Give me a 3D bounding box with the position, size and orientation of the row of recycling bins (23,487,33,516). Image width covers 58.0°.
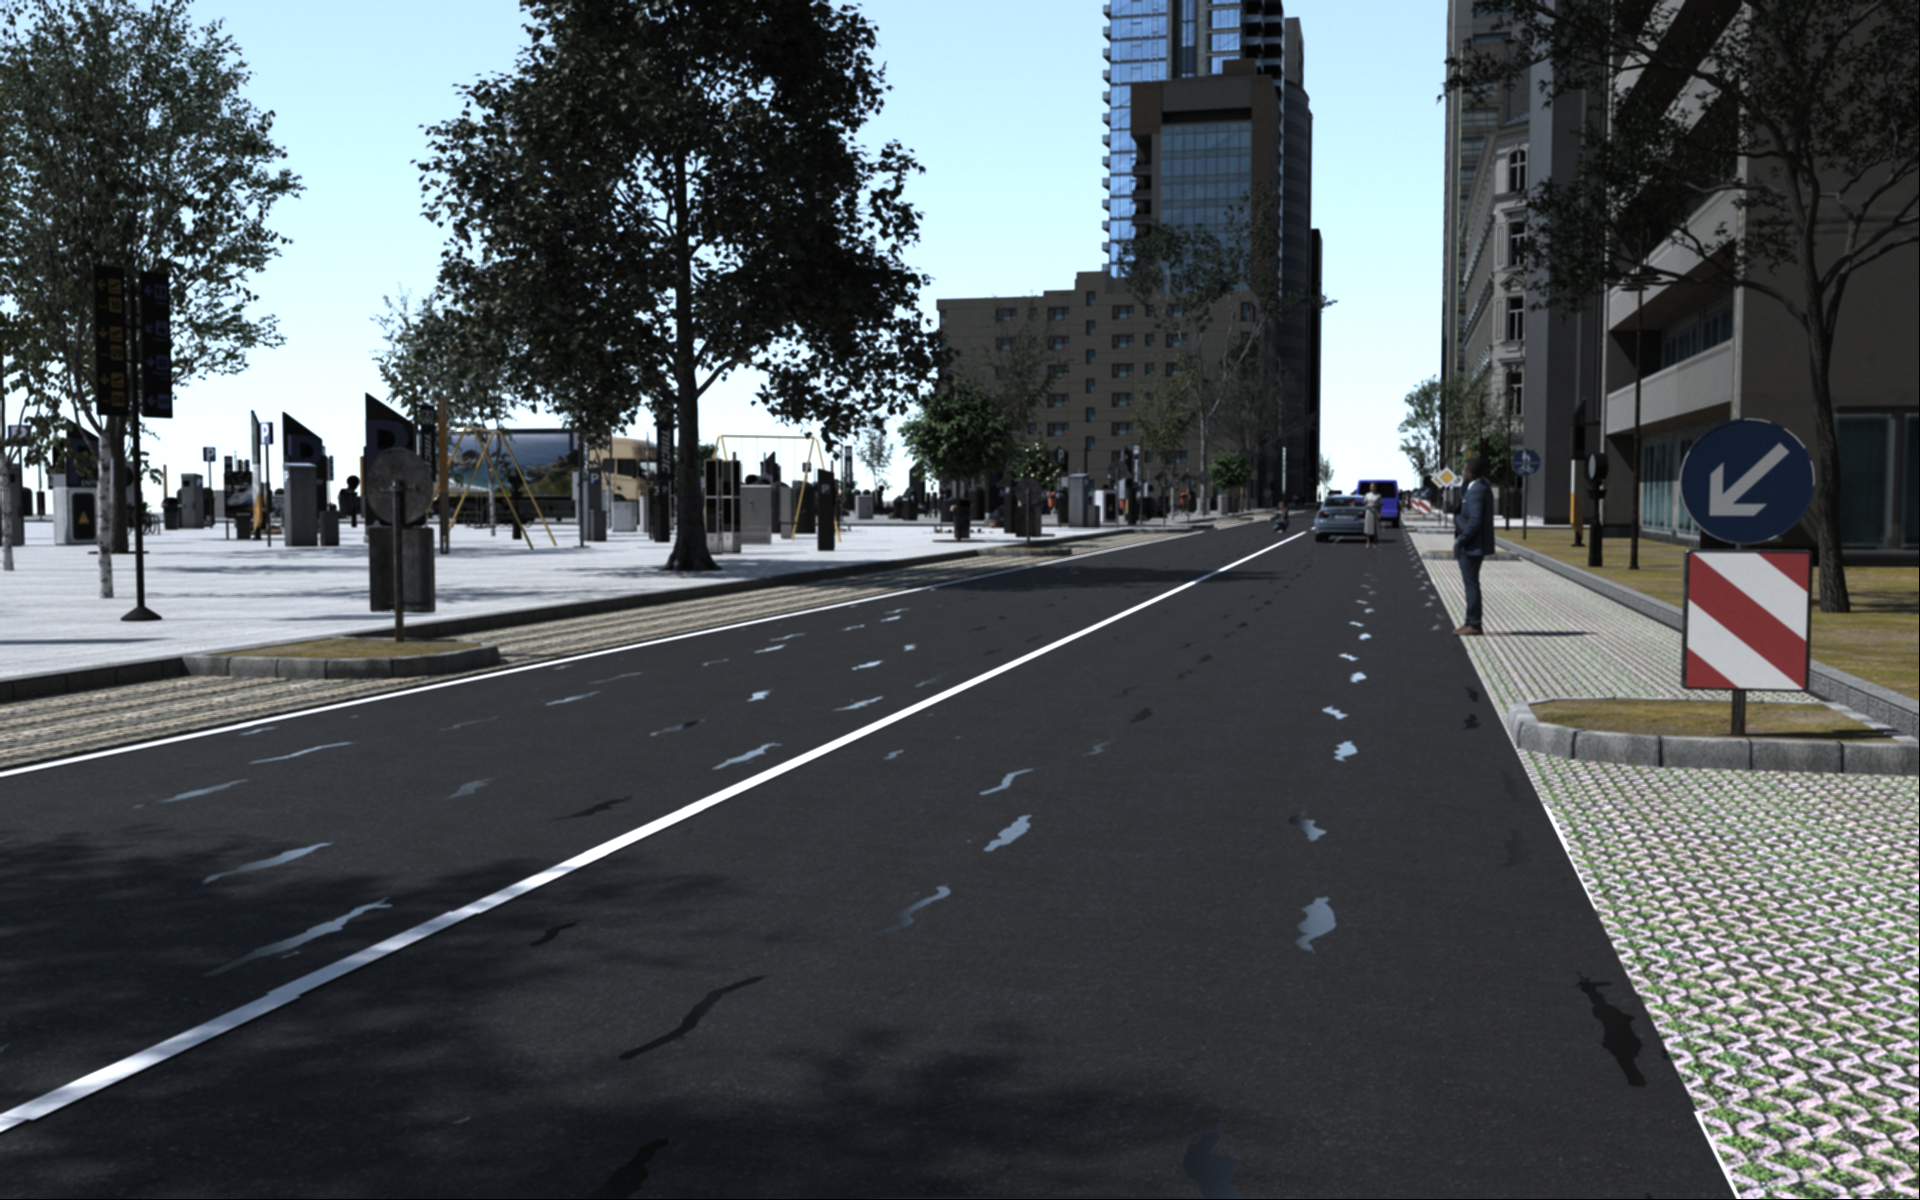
[{"bbox_3d":[-55.110,-5.695,100.225,1.069,1.692,3.534,1,4,8],"label":"row of recycling bins"}]

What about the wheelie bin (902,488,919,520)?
[{"bbox_3d":[-2.416,-4.684,84.483,0.693,1.594,0.980,-3,4,-36],"label":"wheelie bin"}]

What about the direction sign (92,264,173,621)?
[{"bbox_3d":[-8.340,-1.562,17.537,0.379,3.537,0.876,2,4,26],"label":"direction sign"}]

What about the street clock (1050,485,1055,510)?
[{"bbox_3d":[7.388,-8.255,139.540,0.471,2.002,0.358,-1,4,-19],"label":"street clock"}]

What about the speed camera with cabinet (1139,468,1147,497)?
[{"bbox_3d":[12.868,-8.335,130.614,2.038,3.252,0.660,2,4,33],"label":"speed camera with cabinet"}]

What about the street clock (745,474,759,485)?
[{"bbox_3d":[-7.697,-3.640,64.092,0.471,2.002,0.358,-3,4,-36],"label":"street clock"}]

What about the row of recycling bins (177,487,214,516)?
[{"bbox_3d":[-46.251,-5.971,104.736,3.534,1.692,1.069,3,5,39],"label":"row of recycling bins"}]

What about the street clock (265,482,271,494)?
[{"bbox_3d":[-41.136,-6.018,102.957,0.358,2.002,0.471,-2,4,-29],"label":"street clock"}]

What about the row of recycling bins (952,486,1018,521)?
[{"bbox_3d":[1.255,-4.702,83.989,3.534,1.692,1.069,2,4,23],"label":"row of recycling bins"}]

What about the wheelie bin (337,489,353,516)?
[{"bbox_3d":[-35.696,-5.678,100.748,0.693,1.594,0.980,2,4,32],"label":"wheelie bin"}]

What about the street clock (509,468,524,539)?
[{"bbox_3d":[-12.560,-2.721,49.057,0.358,2.002,0.471,-3,5,-43],"label":"street clock"}]

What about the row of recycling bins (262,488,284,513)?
[{"bbox_3d":[-47.770,-6.931,120.438,3.534,1.692,1.069,-1,4,-9],"label":"row of recycling bins"}]

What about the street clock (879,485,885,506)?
[{"bbox_3d":[-6.497,-8.505,143.632,0.471,2.002,0.358,1,4,13],"label":"street clock"}]

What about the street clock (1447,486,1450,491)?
[{"bbox_3d":[35.375,-7.398,125.534,0.358,2.002,0.471,0,4,-5],"label":"street clock"}]

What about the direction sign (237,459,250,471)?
[{"bbox_3d":[-46.876,-7.425,113.402,0.876,3.537,0.379,1,4,12],"label":"direction sign"}]

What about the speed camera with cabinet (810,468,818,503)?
[{"bbox_3d":[-11.451,-8.287,129.822,2.038,3.252,0.660,-2,4,-27],"label":"speed camera with cabinet"}]

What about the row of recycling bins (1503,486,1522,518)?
[{"bbox_3d":[30.399,-5.186,91.902,3.534,1.692,1.069,-1,4,-22],"label":"row of recycling bins"}]

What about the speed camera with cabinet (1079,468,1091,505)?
[{"bbox_3d":[9.496,-8.351,130.869,2.038,3.252,0.660,-2,4,-29],"label":"speed camera with cabinet"}]

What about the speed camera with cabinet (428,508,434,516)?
[{"bbox_3d":[-31.827,-6.603,102.292,0.660,3.252,2.038,-3,5,-44],"label":"speed camera with cabinet"}]

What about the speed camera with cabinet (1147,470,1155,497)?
[{"bbox_3d":[14.634,-8.871,139.382,2.038,3.252,0.660,-1,4,-18],"label":"speed camera with cabinet"}]

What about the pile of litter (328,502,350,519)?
[{"bbox_3d":[-32.476,-4.657,90.099,1.719,0.858,1.176,3,5,44],"label":"pile of litter"}]

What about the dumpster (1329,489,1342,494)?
[{"bbox_3d":[58.015,-16.058,267.503,1.985,2.255,1.502,1,4,12],"label":"dumpster"}]

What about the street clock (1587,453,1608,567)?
[{"bbox_3d":[11.222,-1.588,30.531,0.358,2.002,0.471,0,4,2],"label":"street clock"}]

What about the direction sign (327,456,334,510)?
[{"bbox_3d":[-37.170,-6.729,102.016,0.876,3.537,0.379,2,4,33],"label":"direction sign"}]

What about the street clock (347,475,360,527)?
[{"bbox_3d":[-23.434,-3.814,66.934,0.471,2.002,0.358,-1,4,-23],"label":"street clock"}]

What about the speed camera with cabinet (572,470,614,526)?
[{"bbox_3d":[-14.481,-4.528,68.362,0.660,3.252,2.038,2,4,23],"label":"speed camera with cabinet"}]

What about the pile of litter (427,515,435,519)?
[{"bbox_3d":[-28.377,-4.696,90.752,1.719,0.858,1.176,1,4,23],"label":"pile of litter"}]

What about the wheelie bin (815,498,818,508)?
[{"bbox_3d":[-11.323,-7.715,134.042,0.980,1.594,0.693,-1,4,-19],"label":"wheelie bin"}]

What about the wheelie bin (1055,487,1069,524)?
[{"bbox_3d":[4.527,-4.105,75.024,0.693,1.594,0.980,1,4,22],"label":"wheelie bin"}]

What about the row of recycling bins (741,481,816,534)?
[{"bbox_3d":[-6.250,-3.056,57.080,3.534,1.692,1.069,2,4,32],"label":"row of recycling bins"}]

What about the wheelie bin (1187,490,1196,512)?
[{"bbox_3d":[16.203,-6.931,121.226,0.693,1.594,0.980,0,4,6],"label":"wheelie bin"}]

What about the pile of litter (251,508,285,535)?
[{"bbox_3d":[-22.023,-2.504,54.901,1.719,0.858,1.176,-2,4,-30],"label":"pile of litter"}]

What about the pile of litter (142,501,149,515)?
[{"bbox_3d":[-48.790,-5.451,103.081,1.719,0.858,1.176,3,4,36],"label":"pile of litter"}]

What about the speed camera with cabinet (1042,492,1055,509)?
[{"bbox_3d":[7.451,-9.332,146.918,2.038,3.252,0.660,2,4,25],"label":"speed camera with cabinet"}]

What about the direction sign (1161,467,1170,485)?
[{"bbox_3d":[17.482,-9.514,147.546,0.876,3.537,0.379,3,5,39],"label":"direction sign"}]

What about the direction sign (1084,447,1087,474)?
[{"bbox_3d":[6.115,-5.641,84.235,0.379,3.537,0.876,1,4,10],"label":"direction sign"}]

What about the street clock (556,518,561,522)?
[{"bbox_3d":[-18.761,-4.673,80.965,0.358,2.002,0.471,0,4,3],"label":"street clock"}]

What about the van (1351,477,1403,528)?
[{"bbox_3d":[18.123,-4.337,75.300,2.240,2.365,5.245,1,4,13],"label":"van"}]

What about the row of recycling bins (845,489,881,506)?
[{"bbox_3d":[-8.726,-8.963,153.661,3.534,1.692,1.069,-1,4,-22],"label":"row of recycling bins"}]

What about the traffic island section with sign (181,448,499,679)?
[{"bbox_3d":[-4.940,-0.346,14.283,1.989,1.847,2.006,1,4,14],"label":"traffic island section with sign"}]

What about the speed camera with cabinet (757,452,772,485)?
[{"bbox_3d":[-9.835,-5.305,81.067,2.038,3.252,0.660,0,4,-3],"label":"speed camera with cabinet"}]

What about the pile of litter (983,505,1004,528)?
[{"bbox_3d":[1.633,-3.174,65.867,1.719,0.858,1.176,1,4,18],"label":"pile of litter"}]

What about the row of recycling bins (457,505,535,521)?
[{"bbox_3d":[-21.746,-4.529,81.155,3.534,1.692,1.069,-1,4,-11],"label":"row of recycling bins"}]

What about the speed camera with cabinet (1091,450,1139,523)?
[{"bbox_3d":[6.988,-5.118,78.008,2.038,3.252,0.660,-3,5,-41],"label":"speed camera with cabinet"}]

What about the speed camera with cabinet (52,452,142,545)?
[{"bbox_3d":[-22.196,-3.063,44.414,0.660,3.252,2.038,2,4,25],"label":"speed camera with cabinet"}]

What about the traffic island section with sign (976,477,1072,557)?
[{"bbox_3d":[1.555,-1.946,40.447,1.989,1.847,2.006,1,4,14],"label":"traffic island section with sign"}]

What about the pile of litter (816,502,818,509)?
[{"bbox_3d":[-9.015,-5.750,107.984,1.719,0.858,1.176,-3,5,-43],"label":"pile of litter"}]

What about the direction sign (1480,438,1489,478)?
[{"bbox_3d":[21.102,-4.757,69.776,0.379,3.537,0.876,3,5,39],"label":"direction sign"}]

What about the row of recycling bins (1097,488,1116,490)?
[{"bbox_3d":[10.673,-7.209,124.987,1.069,1.692,3.534,2,4,24],"label":"row of recycling bins"}]

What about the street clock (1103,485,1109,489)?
[{"bbox_3d":[11.111,-7.787,131.887,0.471,2.002,0.358,1,4,13],"label":"street clock"}]
